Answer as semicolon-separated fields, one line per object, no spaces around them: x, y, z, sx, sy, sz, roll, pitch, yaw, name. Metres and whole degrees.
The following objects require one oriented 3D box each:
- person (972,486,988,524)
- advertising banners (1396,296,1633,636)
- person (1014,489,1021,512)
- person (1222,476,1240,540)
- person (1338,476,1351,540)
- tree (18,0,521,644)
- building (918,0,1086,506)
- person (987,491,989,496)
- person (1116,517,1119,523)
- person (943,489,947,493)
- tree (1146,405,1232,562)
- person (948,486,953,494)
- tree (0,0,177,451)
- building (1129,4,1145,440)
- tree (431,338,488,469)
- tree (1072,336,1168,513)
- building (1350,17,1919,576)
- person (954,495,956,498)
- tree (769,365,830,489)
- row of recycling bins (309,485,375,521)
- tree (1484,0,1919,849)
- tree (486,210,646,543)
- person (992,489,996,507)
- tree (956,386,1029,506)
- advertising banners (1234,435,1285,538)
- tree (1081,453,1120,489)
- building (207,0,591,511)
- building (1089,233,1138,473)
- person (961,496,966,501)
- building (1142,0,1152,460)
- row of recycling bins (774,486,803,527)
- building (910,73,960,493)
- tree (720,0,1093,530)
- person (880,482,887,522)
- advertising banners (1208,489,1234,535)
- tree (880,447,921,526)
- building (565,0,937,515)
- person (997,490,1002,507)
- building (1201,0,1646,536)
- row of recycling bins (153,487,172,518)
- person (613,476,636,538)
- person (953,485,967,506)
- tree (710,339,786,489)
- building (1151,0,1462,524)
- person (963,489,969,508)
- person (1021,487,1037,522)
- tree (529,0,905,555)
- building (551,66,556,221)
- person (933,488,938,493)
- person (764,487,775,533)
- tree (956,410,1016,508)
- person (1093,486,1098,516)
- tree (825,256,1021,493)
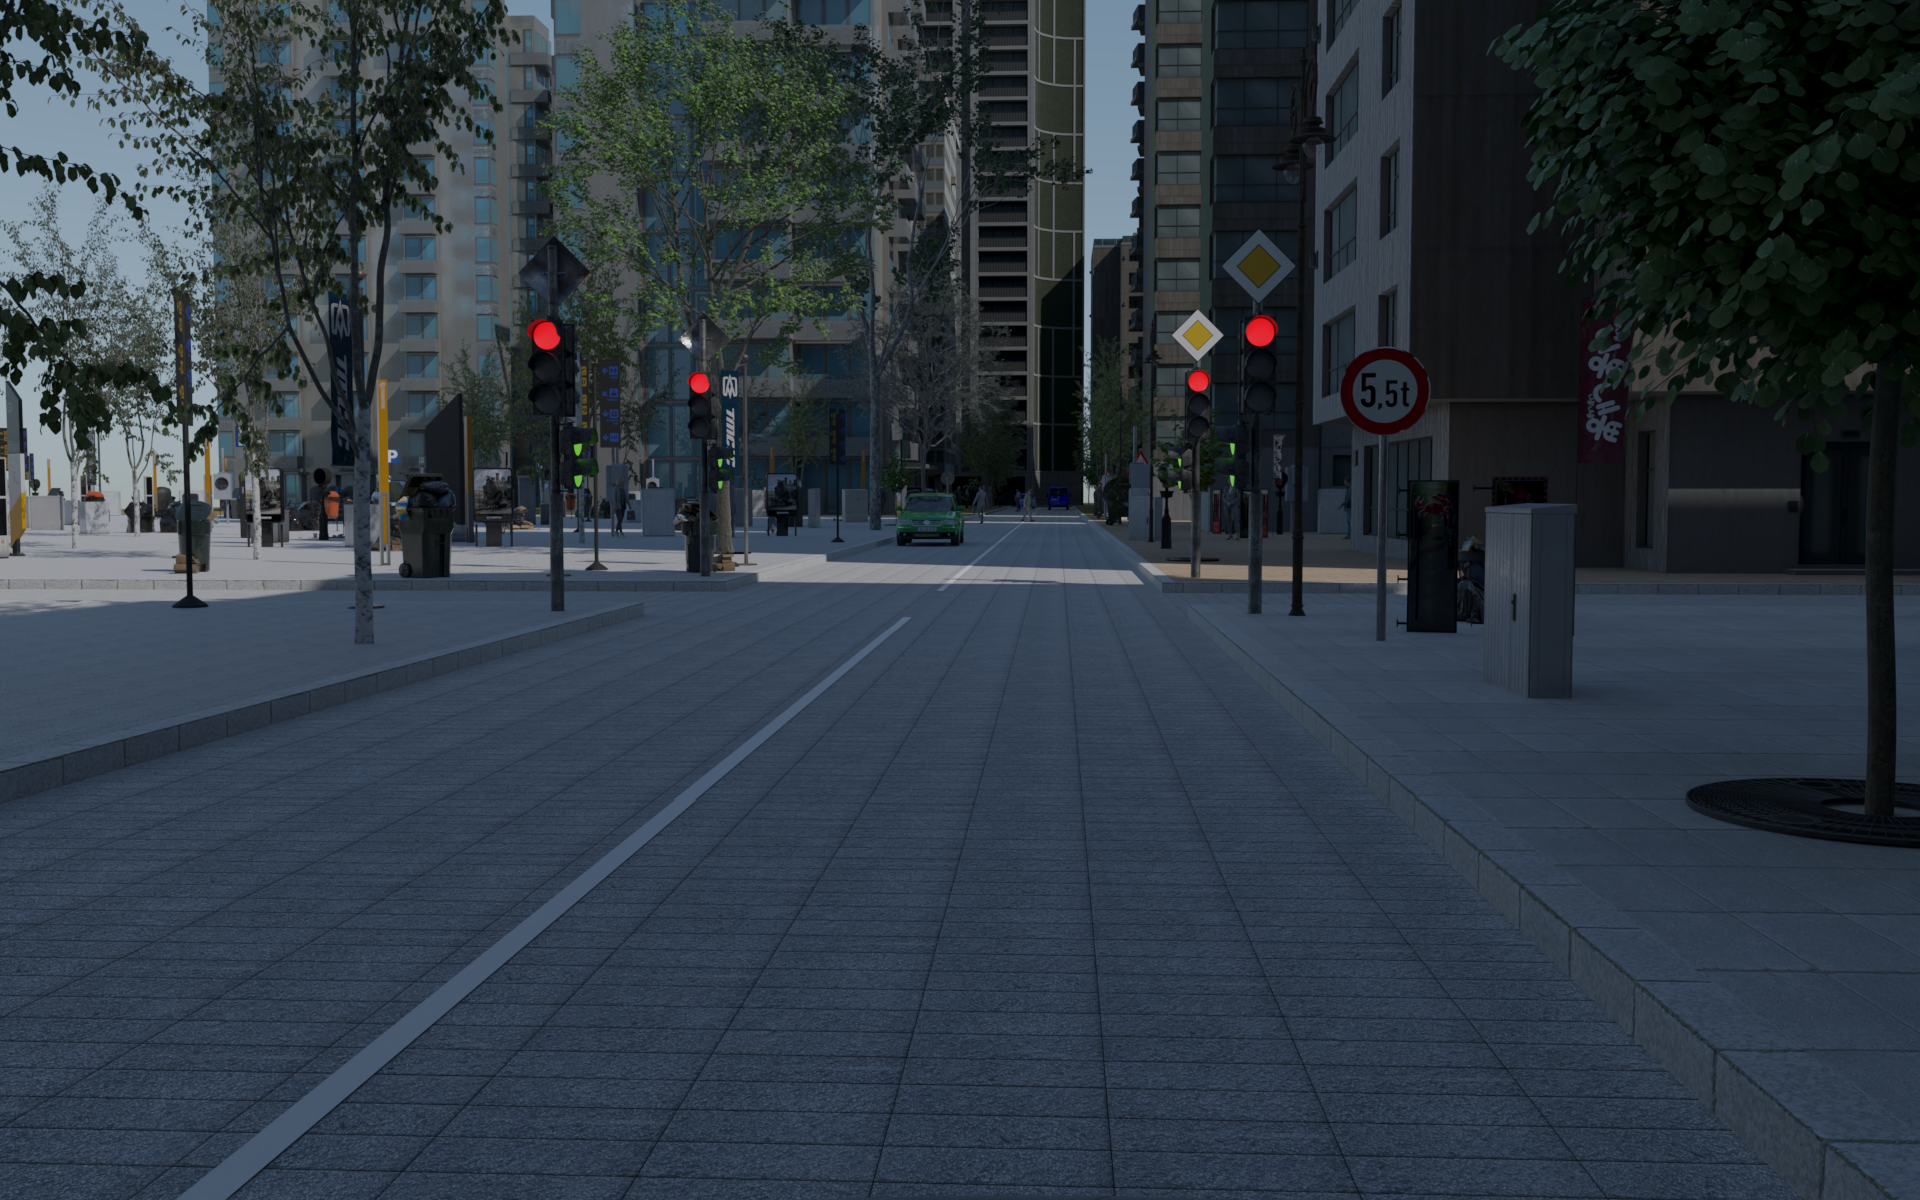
0.991;-4.585;83.579;0.709;1.813;0.853;-2;4;-32;person
5.049;-1.194;15.706;2.074;3.025;0.090;1;4;20;advertising banners
4.594;-8.067;140.270;0.599;1.838;0.709;2;4;27;person
7.576;-2.573;48.384;0.520;1.790;0.573;1;4;13;person
10.969;-2.587;48.688;0.721;1.781;0.623;0;4;8;person
-5.335;-3.938;14.748;4.360;8.622;3.978;0;3;0;tree
3.932;-46.413;197.110;20.611;71.187;20.563;0;4;3;building
2.807;-10.020;171.347;0.415;1.643;0.593;-3;5;-40;person
6.941;-4.278;76.413;0.534;1.772;0.576;2;4;34;person
-1.198;-8.236;141.486;1.217;1.735;0.721;-1;4;-20;person
4.439;-2.366;33.283;1.663;3.219;1.824;0;3;0;tree
-0.676;-6.280;108.853;0.705;1.807;1.348;2;4;26;person
-5.943;-3.593;9.112;4.737;8.622;4.395;0;3;0;tree
24.569;-29.373;134.880;22.147;44.769;28.867;0;4;3;building
-22.978;-8.100;82.798;4.737;8.622;4.395;0;3;0;tree
7.260;-7.920;79.860;4.737;8.622;4.395;0;3;0;tree
14.655;-15.934;32.225;14.107;30.474;14.160;0;4;3;building
-0.360;-6.874;121.667;0.697;1.427;0.421;1;4;22;person
-9.139;-9.137;99.752;4.737;8.622;4.395;0;3;0;tree
-29.326;-4.593;82.209;1.069;1.692;3.534;2;4;32;row of recycling bins
3.750;-1.415;6.850;4.285;4.588;4.351;0;3;0;tree
-9.984;-5.801;45.215;4.737;8.622;4.395;0;3;0;tree
3.552;-10.516;177.920;0.705;1.831;1.348;-1;4;-9;person
3.365;-15.997;179.677;7.486;12.596;7.792;0;3;0;tree
8.828;-3.329;50.621;2.074;3.025;0.090;-3;5;-40;advertising banners
10.658;-8.966;130.314;4.285;4.588;4.351;0;3;0;tree
-54.150;-33.408;165.835;30.456;49.044;23.786;0;4;3;building
21.629;-25.833;194.077;14.107;30.474;14.160;0;4;3;building
-0.029;-7.369;129.757;0.991;1.433;0.599;-2;4;-24;person
19.353;-28.350;113.628;14.600;45.320;14.200;0;4;3;building
-6.899;-3.782;68.942;1.069;1.692;3.534;-1;4;-11;row of recycling bins
-12.271;-28.563;158.885;23.993;40.220;32.217;0;4;3;building
-1.683;-12.517;60.547;12.611;20.169;13.585;0;3;0;tree
-3.654;-4.490;79.239;0.659;1.850;0.755;1;4;12;person
8.285;-3.639;55.687;0.090;3.025;2.074;-2;4;-24;advertising banners
-2.706;-4.648;70.600;1.663;3.219;1.824;0;3;0;tree
-13.996;-30.438;117.269;23.786;49.044;30.456;0;4;3;building
3.829;-9.986;170.132;0.721;1.723;1.217;-1;4;-11;person
15.815;-17.875;63.966;14.160;30.474;14.107;0;4;3;building
-44.328;-5.450;96.220;1.069;1.692;3.534;-2;4;-25;row of recycling bins
-9.917;-2.730;50.854;0.728;1.800;0.709;3;5;44;person
-0.079;-6.109;105.944;0.705;1.821;1.348;3;5;42;person
-10.378;-7.892;79.401;4.360;8.622;3.978;0;3;0;tree
16.751;-19.419;89.194;14.160;30.474;14.107;0;4;3;building
0.514;-9.137;156.171;0.721;1.736;1.217;1;4;19;person
3.484;-4.865;88.321;0.850;1.792;0.678;1;4;20;person
-5.208;-6.781;36.626;9.928;11.665;9.643;0;3;0;tree
-30.787;-29.670;168.700;14.086;41.232;14.154;0;4;3;building
-1.988;-8.017;137.931;0.742;1.727;0.445;2;4;33;person
-6.266;-3.160;57.724;0.555;1.821;0.388;0;4;-4;person
1.839;-11.714;141.878;4.737;8.622;4.395;0;3;0;tree
8.160;-5.893;102.950;0.434;1.755;0.990;2;4;26;person
-1.828;-10.865;88.017;12.009;13.543;11.850;0;3;0;tree
